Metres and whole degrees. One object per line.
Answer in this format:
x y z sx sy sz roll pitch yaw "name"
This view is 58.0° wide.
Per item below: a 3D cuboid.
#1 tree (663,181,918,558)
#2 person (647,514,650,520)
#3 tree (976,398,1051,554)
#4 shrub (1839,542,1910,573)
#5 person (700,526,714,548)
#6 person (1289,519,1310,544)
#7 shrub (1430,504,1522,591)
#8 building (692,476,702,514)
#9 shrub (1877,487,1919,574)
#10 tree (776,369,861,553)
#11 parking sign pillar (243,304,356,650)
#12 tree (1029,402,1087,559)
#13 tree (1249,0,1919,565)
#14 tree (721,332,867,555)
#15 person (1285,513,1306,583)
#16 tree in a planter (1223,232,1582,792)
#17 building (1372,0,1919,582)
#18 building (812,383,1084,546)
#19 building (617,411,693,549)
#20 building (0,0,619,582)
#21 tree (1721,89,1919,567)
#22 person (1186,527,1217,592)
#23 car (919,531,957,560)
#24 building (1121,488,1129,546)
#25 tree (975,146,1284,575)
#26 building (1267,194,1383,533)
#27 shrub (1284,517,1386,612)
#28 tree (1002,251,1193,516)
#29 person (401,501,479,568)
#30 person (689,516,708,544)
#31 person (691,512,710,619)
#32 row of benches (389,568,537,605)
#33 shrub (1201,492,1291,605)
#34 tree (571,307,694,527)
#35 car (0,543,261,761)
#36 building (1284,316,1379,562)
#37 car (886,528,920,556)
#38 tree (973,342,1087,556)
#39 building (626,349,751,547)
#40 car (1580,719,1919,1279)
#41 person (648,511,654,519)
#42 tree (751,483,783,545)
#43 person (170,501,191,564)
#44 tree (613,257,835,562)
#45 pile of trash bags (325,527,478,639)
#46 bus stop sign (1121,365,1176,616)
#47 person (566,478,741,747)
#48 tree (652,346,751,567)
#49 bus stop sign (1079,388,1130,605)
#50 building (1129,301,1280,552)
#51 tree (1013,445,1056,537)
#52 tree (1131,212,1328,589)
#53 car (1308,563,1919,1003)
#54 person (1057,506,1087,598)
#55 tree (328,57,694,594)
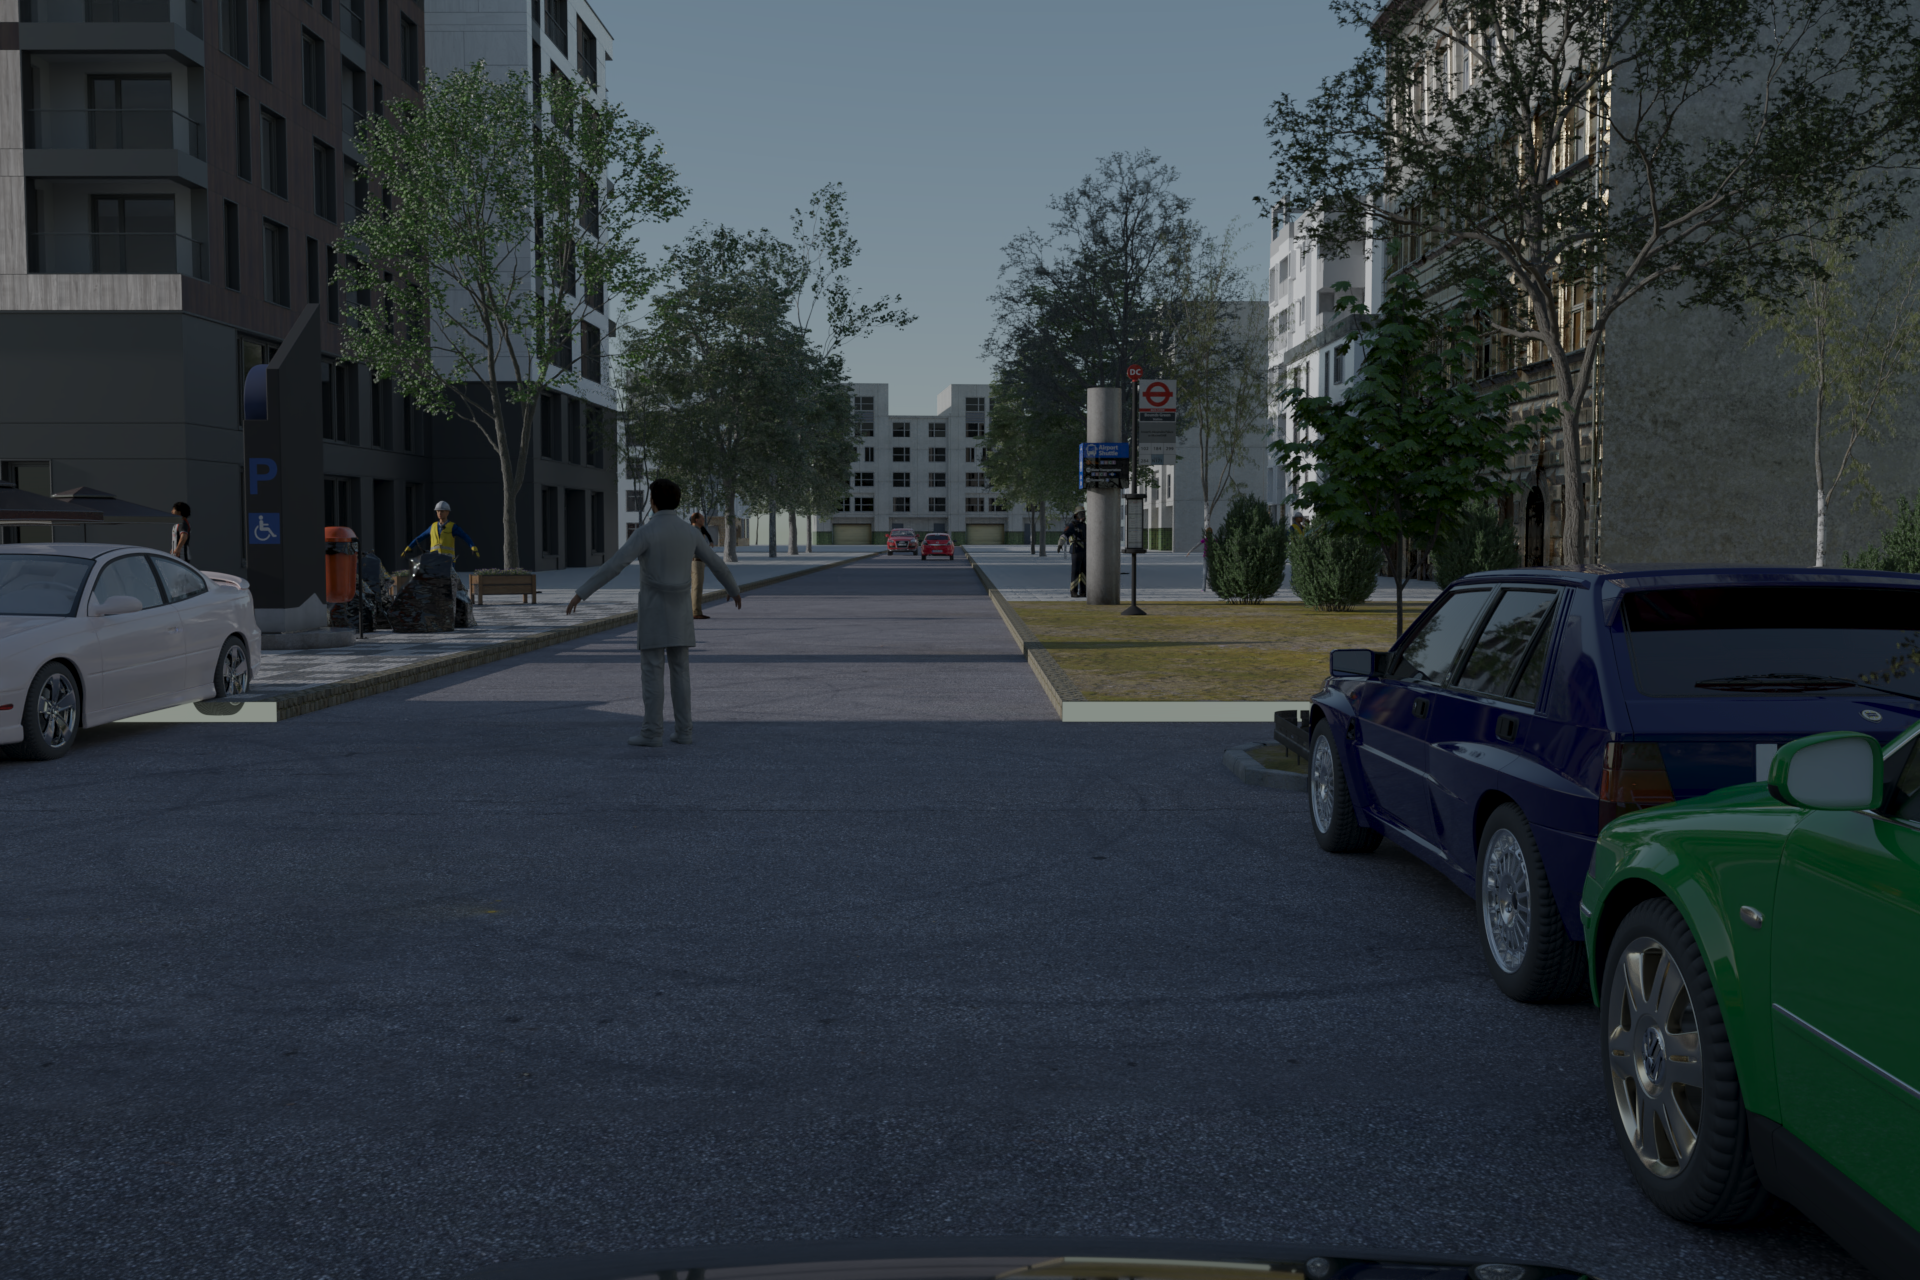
-9.043 -14.494 92.865 12.611 20.169 13.585 0 3 0 "tree"
-7.387 -2.193 41.787 1.347 1.837 0.705 3 5 40 "person"
4.387 -10.683 109.078 8.767 10.594 7.601 3 5 41 "tree"
9.651 -0.441 18.327 1.383 1.207 1.383 0 3 0 "shrub"
-7.150 -2.498 47.021 1.347 1.806 0.705 2 4 35 "person"
10.278 -2.736 51.530 1.217 1.733 0.721 -1 4 -17 "person"
9.484 -1.683 31.940 1.690 2.028 1.600 0 3 0 "shrub"
-28.291 -13.353 160.476 9.099 9.664 28.070 0 4 0 "building"
13.811 -1.236 24.621 1.690 2.028 1.600 0 3 0 "shrub"
-10.522 -12.289 119.045 7.486 12.596 7.792 0 3 0 "tree"
-7.676 -1.910 19.703 1.447 3.967 1.447 0 4 0 "parking sign pillar"
5.393 -8.459 88.660 4.360 8.622 3.978 0 3 0 "tree"
7.007 -5.184 19.174 8.767 10.594 7.601 2 4 27 "tree"
-10.390 -12.246 106.870 9.857 13.997 8.962 0 3 0 "tree"
8.478 -2.282 43.284 1.349 1.833 0.705 -3 4 -37 "person"
2.631 -0.801 10.316 1.991 3.239 1.994 0 3 0 "tree in a planter"
21.855 -12.947 42.607 19.493 23.208 18.063 0 4 0 "building"
-1.947 -20.899 210.613 31.486 18.905 16.747 0 4 -6 "building"
-24.860 -11.633 132.346 9.099 9.664 28.070 0 4 -1 "building"
-28.267 -12.950 55.702 27.936 21.610 32.646 0 4 0 "building"
14.467 -4.832 29.369 4.360 8.622 3.978 0 3 0 "tree"
5.520 -1.783 38.421 0.991 1.433 0.599 0 4 6 "person"
-1.227 -5.303 95.745 2.155 1.783 4.494 0 3 0 "car"
21.391 -14.418 177.874 9.099 9.664 28.070 0 4 0 "building"
4.933 -8.840 54.900 12.009 13.543 11.850 0 3 0 "tree"
22.694 -14.765 97.835 16.016 20.090 11.380 0 4 0 "building"
6.226 -1.510 28.732 1.661 2.075 1.752 0 3 0 "shrub"
5.401 -9.216 68.803 7.486 12.596 7.792 0 3 0 "tree"
-7.757 -1.188 25.892 1.216 1.772 0.721 0 4 7 "person"
-7.984 -2.821 51.980 0.705 1.847 1.347 1 4 23 "person"
-4.405 -1.254 29.234 0.705 1.796 1.348 -1 4 -17 "person"
-9.528 -0.951 31.015 4.104 0.672 1.422 -2 4 -30 "row of benches"
5.234 -1.683 31.551 1.661 2.075 1.752 0 3 0 "shrub"
-10.325 -6.485 56.396 4.360 8.622 3.978 0 3 0 "tree"
-6.668 -0.005 12.441 2.083 1.381 4.827 0 4 -1 "car"
19.452 -7.592 66.272 9.099 9.664 28.070 0 4 0 "building"
-3.842 -6.596 116.523 2.281 1.827 5.304 0 4 -1 "car"
4.379 -11.046 98.728 7.486 12.596 7.792 0 3 0 "tree"
-28.018 -19.689 178.336 16.016 20.090 11.380 0 4 -1 "building"
2.323 0.401 2.245 1.959 1.807 4.718 0 3 0 "car"
-6.793 -1.996 38.757 0.704 1.817 1.347 -1 4 -13 "person"
-23.827 -16.573 205.386 7.601 10.594 8.767 0 4 -4 "tree"
-13.053 -1.396 28.971 0.704 1.843 1.345 -2 4 -26 "person"
-10.631 -10.539 78.967 9.857 13.997 8.962 0 3 0 "tree"
-7.563 -0.783 22.555 1.912 1.369 3.447 0 4 0 "pile of trash bags"
2.975 -2.364 27.352 0.855 3.939 0.416 0 4 0 "bus stop sign"
-2.022 -0.192 11.779 1.347 1.806 0.705 -3 5 -40 "person"
-9.823 -7.179 67.734 4.360 8.622 3.978 0 3 0 "tree"
2.615 -2.596 31.464 0.837 3.901 0.837 0 4 0 "bus stop sign"
23.685 -16.734 140.051 16.747 18.905 31.486 0 4 0 "building"
4.861 -10.178 116.774 4.737 8.622 4.395 0 3 0 "tree"
5.615 -5.506 40.387 4.360 8.622 3.978 0 3 0 "tree"
2.505 0.362 6.654 1.945 1.354 3.894 0 4 -1 "car"
2.436 -1.789 35.033 1.354 1.856 0.705 -3 4 -38 "person"
-9.604 -6.817 37.206 9.928 11.665 9.643 0 3 0 "tree"
